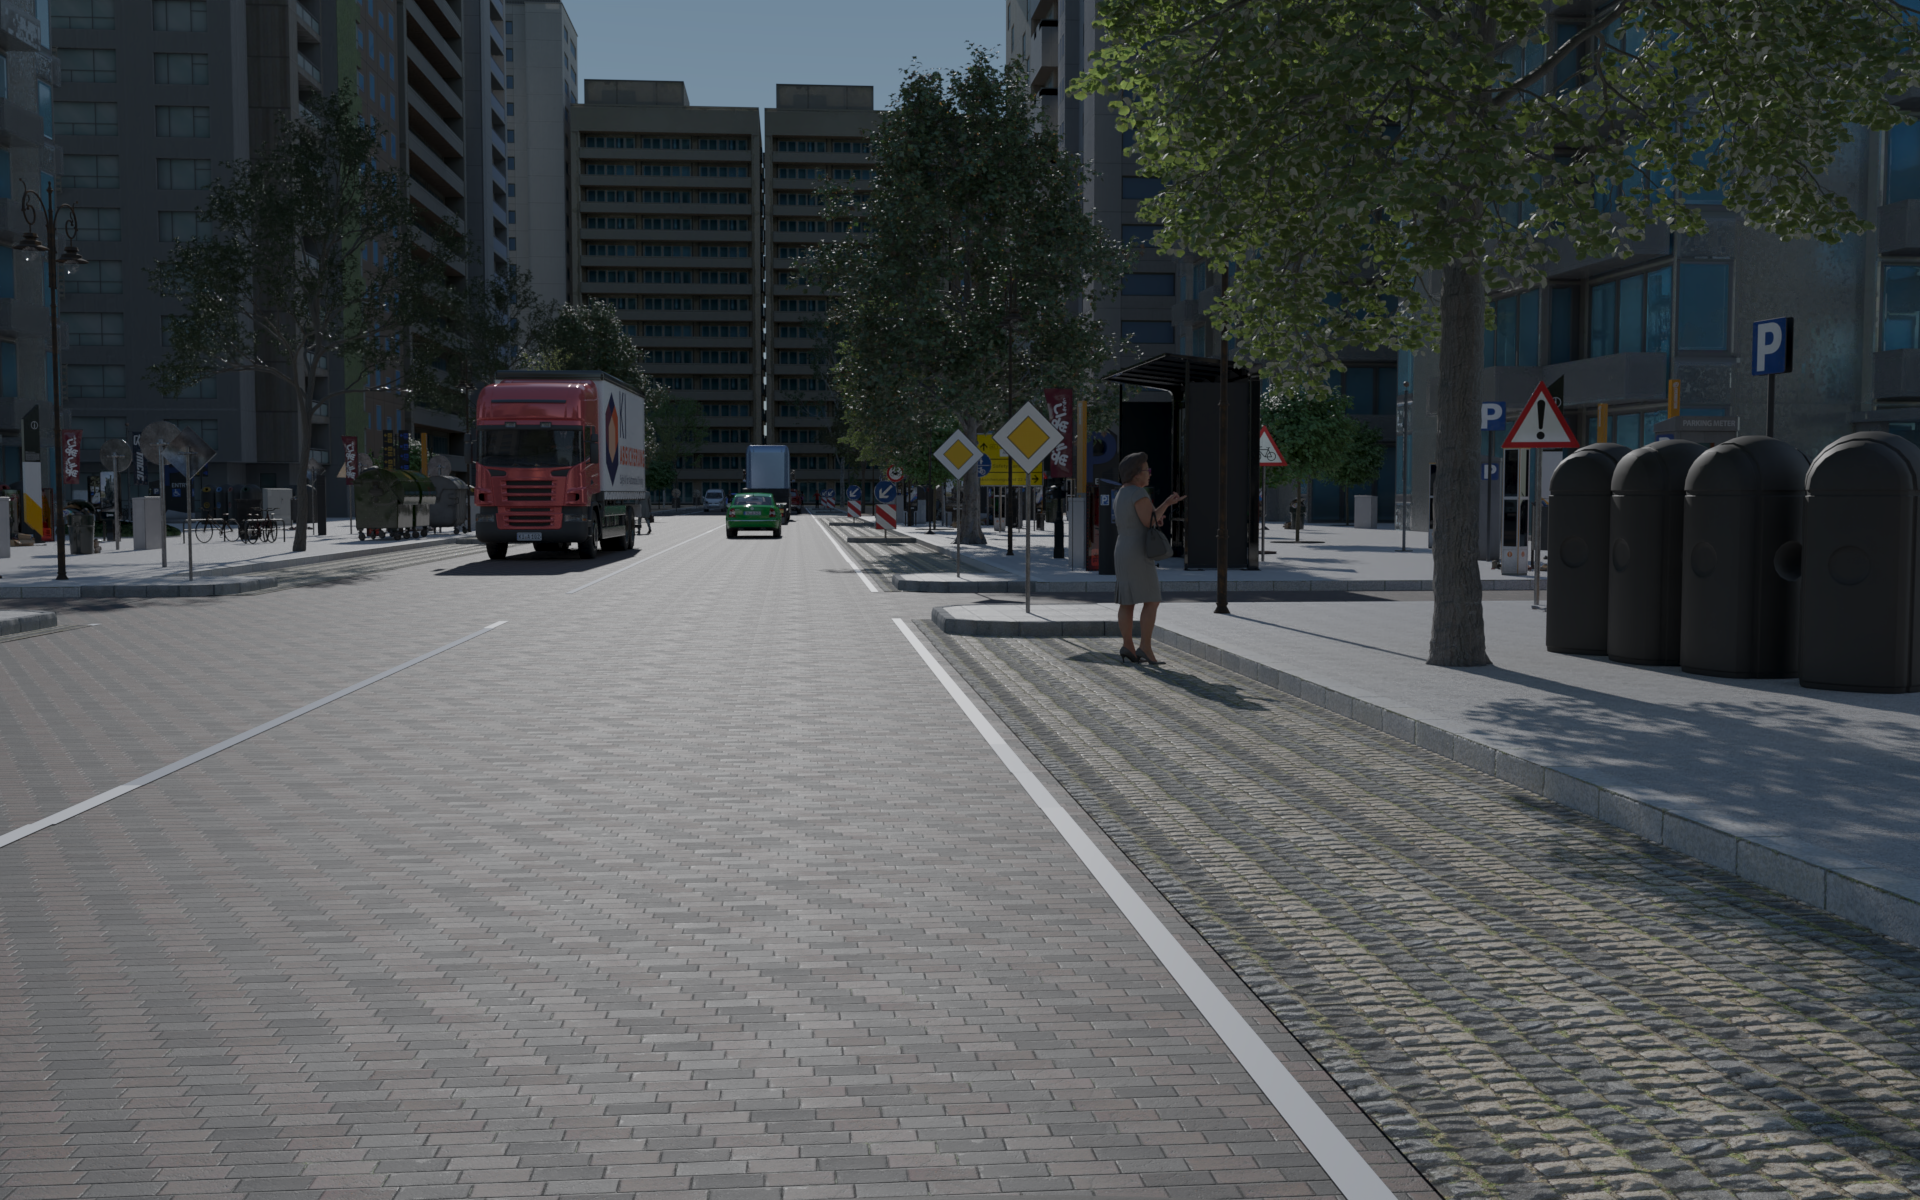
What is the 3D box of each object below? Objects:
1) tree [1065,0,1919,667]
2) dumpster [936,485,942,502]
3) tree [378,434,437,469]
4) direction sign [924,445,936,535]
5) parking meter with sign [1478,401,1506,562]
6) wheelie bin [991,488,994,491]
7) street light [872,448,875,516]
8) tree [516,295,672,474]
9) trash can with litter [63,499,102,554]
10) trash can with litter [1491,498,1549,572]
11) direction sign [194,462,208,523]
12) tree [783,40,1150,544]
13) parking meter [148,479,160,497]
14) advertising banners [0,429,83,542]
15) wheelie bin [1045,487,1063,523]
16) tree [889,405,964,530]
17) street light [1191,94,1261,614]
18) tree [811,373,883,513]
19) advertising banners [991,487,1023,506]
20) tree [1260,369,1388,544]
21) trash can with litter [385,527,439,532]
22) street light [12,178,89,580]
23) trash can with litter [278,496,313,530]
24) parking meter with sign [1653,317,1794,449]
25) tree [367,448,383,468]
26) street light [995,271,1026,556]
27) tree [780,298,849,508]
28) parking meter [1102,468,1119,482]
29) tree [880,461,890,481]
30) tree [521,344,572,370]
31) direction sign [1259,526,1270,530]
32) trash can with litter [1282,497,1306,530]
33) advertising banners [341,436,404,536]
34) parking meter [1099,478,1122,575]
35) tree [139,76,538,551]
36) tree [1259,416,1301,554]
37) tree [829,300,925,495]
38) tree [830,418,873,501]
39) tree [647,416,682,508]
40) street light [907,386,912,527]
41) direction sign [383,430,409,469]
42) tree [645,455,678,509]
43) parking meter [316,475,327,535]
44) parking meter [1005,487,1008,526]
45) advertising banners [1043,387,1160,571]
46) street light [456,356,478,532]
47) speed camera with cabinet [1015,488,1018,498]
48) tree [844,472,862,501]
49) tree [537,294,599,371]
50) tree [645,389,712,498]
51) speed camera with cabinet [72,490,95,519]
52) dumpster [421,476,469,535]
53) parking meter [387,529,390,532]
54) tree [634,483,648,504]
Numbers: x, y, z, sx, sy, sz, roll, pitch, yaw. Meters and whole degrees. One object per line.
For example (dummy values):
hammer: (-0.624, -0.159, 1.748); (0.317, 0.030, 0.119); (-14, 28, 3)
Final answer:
tree: (3.867, -5.758, 12.267); (7.486, 12.596, 7.792); (0, 3, 0)
dumpster: (-0.860, -5.707, 99.072); (1.264, 1.857, 1.865); (0, 4, -6)
tree: (-28.834, -6.505, 90.073); (4.285, 4.588, 4.351); (0, 3, 0)
direction sign: (-0.951, -3.843, 54.832); (0.379, 3.537, 0.876); (0, 4, 3)
parking meter with sign: (10.297, -2.278, 33.512); (0.543, 3.016, 1.738); (1, 4, 20)
wheelie bin: (1.946, -5.397, 96.149); (0.980, 1.594, 0.693); (-2, 4, -23)
street light: (-5.071, -7.856, 101.234); (0.468, 5.910, 1.993); (0, 4, -5)
tree: (-21.375, -11.203, 100.177); (9.611, 12.733, 9.660); (0, 3, 0)
trash can with litter: (-18.761, -1.567, 37.011); (0.624, 1.170, 1.055); (-1, 4, -11)
trash can with litter: (9.639, -1.114, 29.273); (1.678, 1.210, 2.233); (-2, 4, -33)
direction sign: (-34.069, -5.246, 77.773); (0.379, 3.537, 0.876); (1, 4, 16)
tree: (0.267, -7.789, 44.350); (9.611, 12.733, 9.660); (0, 3, 0)
parking meter: (-32.083, -3.871, 69.008); (0.255, 1.863, 0.399); (3, 5, 41)
advertising banners: (-24.592, -3.070, 46.380); (2.074, 3.025, 0.090); (-1, 4, -20)
wheelie bin: (4.191, -4.272, 77.756); (0.980, 1.594, 0.693); (3, 5, 43)
tree: (-0.863, -4.792, 62.058); (4.285, 4.588, 4.351); (0, 3, 0)
street light: (2.819, -2.794, 18.464); (0.468, 5.910, 1.993); (0, 4, -5)
tree: (-6.182, -11.038, 114.881); (8.767, 10.594, 7.601); (3, 5, 39)
advertising banners: (2.161, -5.206, 81.298); (2.074, 3.025, 0.090); (2, 4, 28)
tree: (8.813, -3.776, 45.456); (4.285, 4.588, 4.351); (0, 3, 0)
trash can with litter: (-19.078, -2.978, 59.744); (2.233, 1.210, 1.678); (-1, 4, -23)
street light: (-13.445, -3.239, 25.753); (0.468, 5.910, 1.993); (0, 4, -5)
trash can with litter: (-24.132, -3.117, 62.026); (2.233, 1.210, 1.678); (-3, 5, -39)
parking meter with sign: (7.283, -1.282, 17.214); (1.738, 3.016, 0.543); (-1, 4, -9)
tree: (-24.693, -4.790, 72.910); (1.663, 3.219, 1.824); (0, 3, 0)
street light: (1.047, -3.867, 36.017); (0.468, 5.910, 1.993); (0, 4, -5)
tree: (-10.786, -18.947, 165.665); (12.611, 20.169, 13.585); (0, 3, 0)
parking meter: (3.384, -2.028, 38.865); (0.255, 1.863, 0.399); (-2, 4, -34)
tree: (-3.939, -8.858, 95.182); (4.360, 8.622, 3.978); (0, 3, 0)
tree: (-19.341, -8.171, 83.962); (4.360, 8.622, 3.978); (0, 3, 0)
direction sign: (10.886, -4.273, 61.869); (0.876, 3.537, 0.379); (0, 4, 7)
trash can with litter: (12.029, -3.132, 62.594); (0.624, 1.170, 1.055); (-2, 4, -24)
advertising banners: (-17.792, -3.449, 52.583); (0.090, 3.025, 2.074); (3, 5, 42)
parking meter: (2.393, -1.170, 27.535); (0.372, 1.533, 0.369); (0, 3, 0)
tree: (-14.439, -6.360, 38.398); (7.601, 10.594, 8.767); (0, 4, 2)
tree: (6.202, -2.600, 37.108); (1.663, 3.219, 1.824); (0, 3, 0)
tree: (-2.837, -10.346, 87.284); (7.486, 12.596, 7.792); (0, 3, 0)
tree: (-8.891, -11.818, 143.593); (4.737, 8.622, 4.395); (0, 3, 0)
tree: (-27.752, -12.874, 160.856); (4.737, 8.622, 4.395); (0, 3, 0)
street light: (-1.992, -5.843, 68.318); (0.468, 5.910, 1.993); (0, 4, -5)
direction sign: (-19.917, -4.235, 61.238); (0.876, 3.537, 0.379); (-2, 4, -26)
tree: (-25.205, -9.860, 144.930); (4.285, 4.588, 4.351); (0, 3, 0)
parking meter: (-19.875, -2.948, 53.916); (0.255, 1.863, 0.399); (-1, 4, -19)
parking meter: (1.801, -3.907, 69.593); (0.255, 1.863, 0.399); (2, 4, 35)
advertising banners: (2.354, -1.994, 28.789); (2.074, 3.025, 0.090); (-1, 4, -18)
street light: (-16.499, -5.215, 58.053); (0.468, 5.910, 1.993); (0, 4, -5)
speed camera with cabinet: (3.860, -6.087, 93.864); (2.038, 3.252, 0.660); (3, 5, 43)
tree: (-9.177, -9.357, 147.587); (1.663, 3.219, 1.824); (0, 3, 0)
tree: (-17.625, -8.143, 67.558); (8.767, 10.594, 7.601); (2, 4, 25)
tree: (-28.103, -15.007, 171.116); (9.928, 11.665, 9.643); (0, 3, 0)
speed camera with cabinet: (-38.237, -4.903, 74.507); (2.038, 3.252, 0.660); (-2, 4, -28)
dumpster: (-16.443, -3.023, 55.178); (1.264, 1.857, 1.865); (0, 4, -5)
parking meter: (-18.994, -3.032, 57.989); (0.372, 1.533, 0.369); (0, 3, 0)
tree: (-23.269, -7.949, 124.575); (1.663, 3.219, 1.824); (0, 3, 0)
